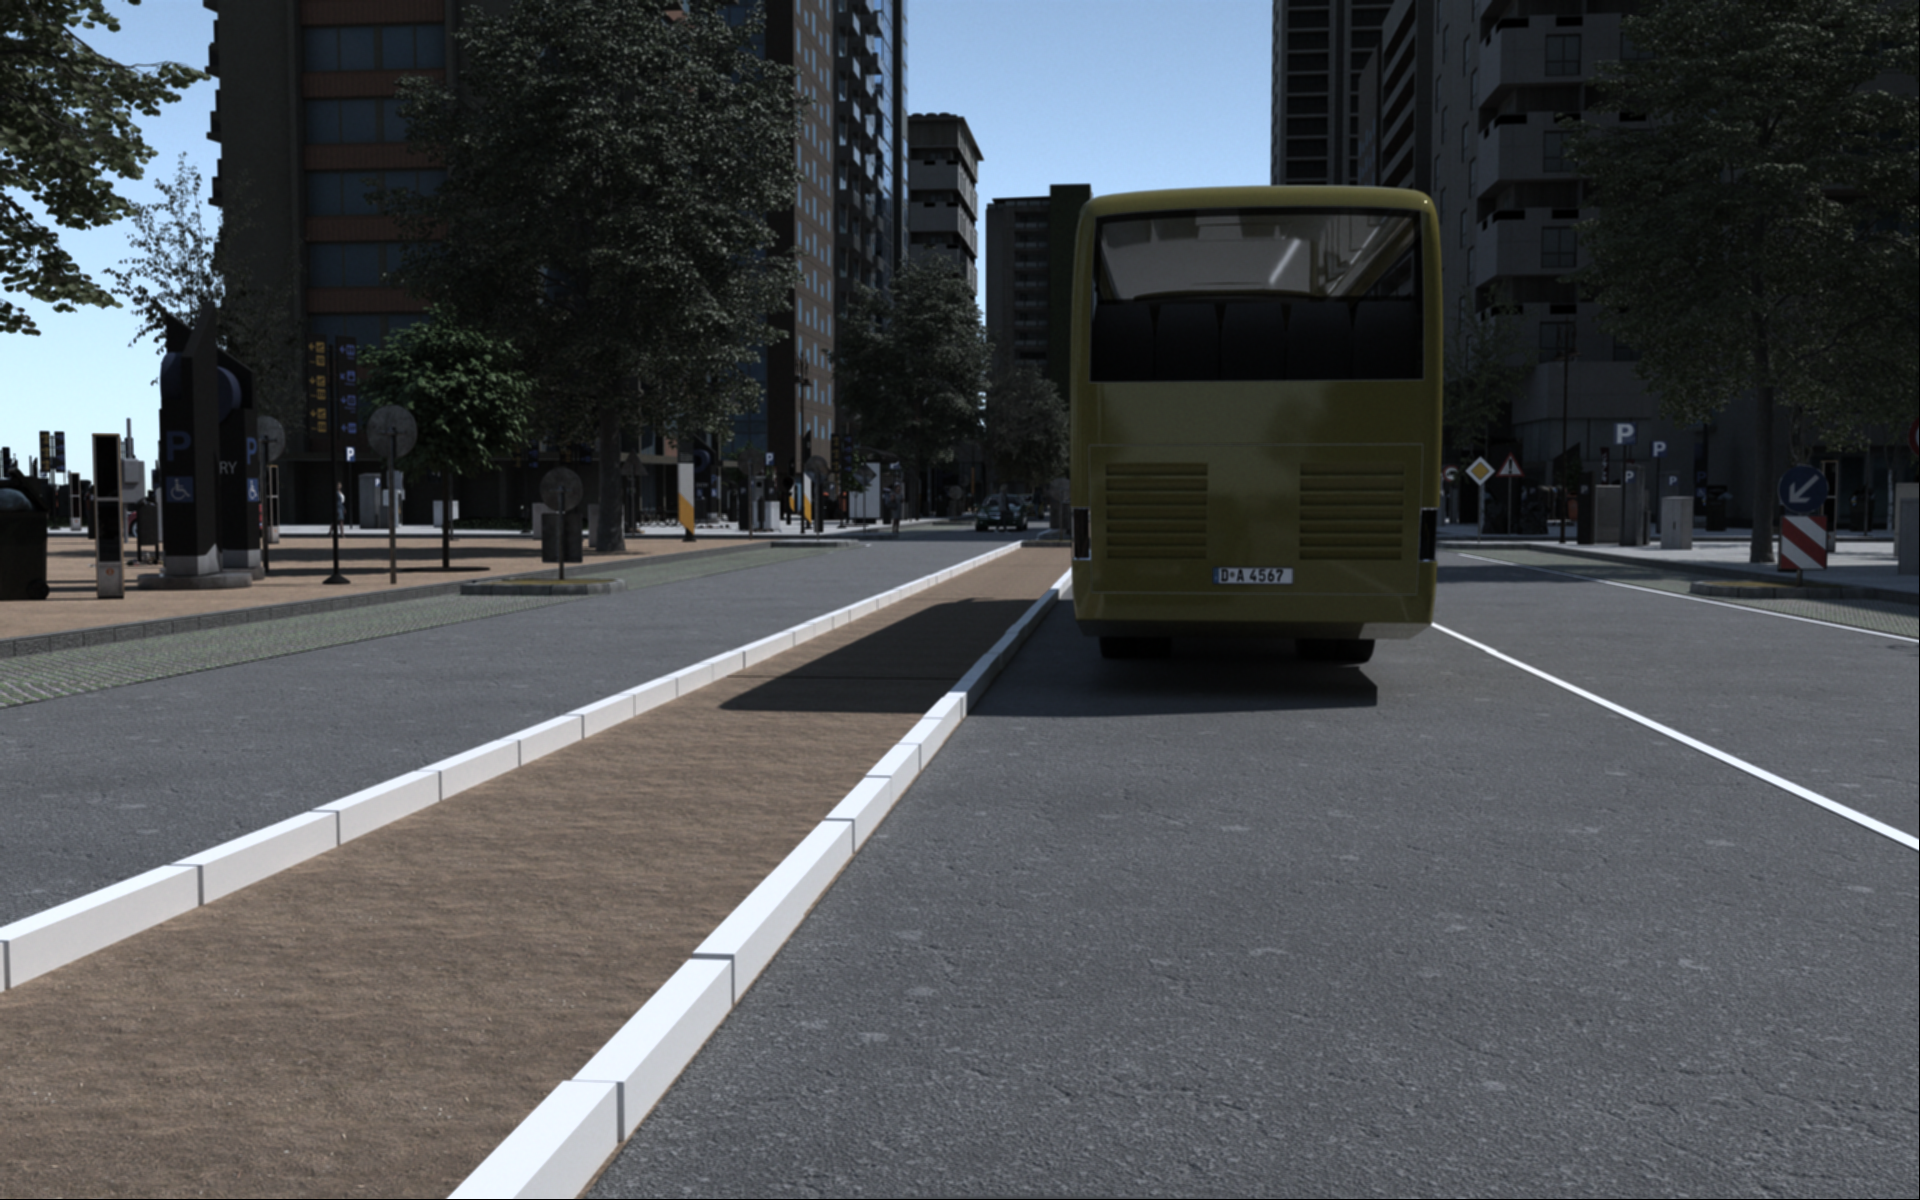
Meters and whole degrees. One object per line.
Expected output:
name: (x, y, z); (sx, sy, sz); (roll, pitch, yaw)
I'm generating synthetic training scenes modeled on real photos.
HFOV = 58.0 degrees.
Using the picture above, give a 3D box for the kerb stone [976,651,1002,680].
kerb stone: (0.210, 0.537, 13.487); (0.120, 0.150, 1.000); (0, 4, 6)

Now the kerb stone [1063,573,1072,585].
kerb stone: (1.621, -0.279, 26.757); (0.120, 0.150, 1.000); (0, 4, 6)

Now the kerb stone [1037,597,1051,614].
kerb stone: (0.970, 0.096, 20.621); (0.120, 0.150, 1.000); (0, 4, 6)

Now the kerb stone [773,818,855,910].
kerb stone: (-0.537, 0.979, 6.355); (0.120, 0.150, 1.000); (0, 4, 6)

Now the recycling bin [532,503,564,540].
recycling bin: (-11.562, -2.210, 48.685); (0.722, 1.027, 0.722); (0, 4, 4)

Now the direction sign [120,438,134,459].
direction sign: (-33.619, -4.749, 69.646); (0.876, 3.537, 0.379); (0, 4, 7)

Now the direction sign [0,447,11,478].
direction sign: (-46.132, -5.588, 83.356); (0.379, 3.537, 0.876); (2, 4, 34)

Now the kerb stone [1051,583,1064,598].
kerb stone: (1.302, -0.091, 23.689); (0.120, 0.150, 1.000); (0, 4, 6)

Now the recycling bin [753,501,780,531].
recycling bin: (-6.766, -2.937, 60.569); (0.722, 1.027, 0.722); (1, 4, 22)

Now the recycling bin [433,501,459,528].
recycling bin: (-19.656, -3.283, 66.231); (0.722, 1.027, 0.722); (1, 4, 9)

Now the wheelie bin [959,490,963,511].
wheelie bin: (-0.471, -5.678, 100.750); (0.980, 1.594, 0.693); (0, 4, -3)

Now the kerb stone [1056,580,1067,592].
kerb stone: (1.402, -0.153, 24.719); (0.120, 0.150, 1.000); (0, 4, 6)

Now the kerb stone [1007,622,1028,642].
kerb stone: (0.530, 0.345, 16.549); (0.120, 0.150, 1.000); (0, 4, 6)

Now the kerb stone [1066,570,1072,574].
kerb stone: (1.728, -0.342, 27.780); (0.120, 0.150, 1.000); (0, 4, 6)

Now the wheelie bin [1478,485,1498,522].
wheelie bin: (18.472, -3.224, 60.619); (0.693, 1.594, 0.980); (1, 4, 12)

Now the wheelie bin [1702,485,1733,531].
wheelie bin: (26.082, -3.165, 59.663); (0.980, 1.594, 0.693); (2, 4, 26)

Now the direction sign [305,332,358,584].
direction sign: (-8.933, -2.001, 24.708); (0.379, 3.537, 0.876); (2, 4, 29)

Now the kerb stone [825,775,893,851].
kerb stone: (-0.426, 0.911, 7.370); (0.120, 0.150, 1.000); (0, 4, 6)

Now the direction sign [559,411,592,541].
direction sign: (-10.470, -3.378, 47.235); (0.876, 3.537, 0.379); (0, 4, -1)

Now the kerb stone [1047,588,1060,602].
kerb stone: (1.191, -0.026, 22.668); (0.120, 0.150, 1.000); (0, 4, 6)

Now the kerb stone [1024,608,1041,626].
kerb stone: (0.755, 0.221, 18.588); (0.120, 0.150, 1.000); (0, 4, 6)

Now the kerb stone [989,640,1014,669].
kerb stone: (0.330, 0.471, 14.502); (0.120, 0.150, 1.000); (0, 4, 6)

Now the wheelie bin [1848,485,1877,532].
wheelie bin: (30.796, -3.129, 59.071); (0.980, 1.594, 0.693); (-3, 4, -39)

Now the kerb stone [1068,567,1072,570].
kerb stone: (1.843, -0.404, 28.796); (0.120, 0.150, 1.000); (0, 4, 6)

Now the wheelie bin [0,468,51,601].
wheelie bin: (-11.445, -0.801, 21.013); (0.693, 1.594, 0.980); (-2, 4, -35)

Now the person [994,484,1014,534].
person: (1.565, -3.249, 61.804); (0.728, 1.800, 0.709); (2, 4, 28)

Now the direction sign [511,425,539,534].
direction sign: (-14.146, -3.935, 56.338); (0.876, 3.537, 0.379); (0, 4, -2)

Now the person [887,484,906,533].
person: (-2.329, -3.314, 63.045); (0.716, 1.782, 0.532); (-2, 4, -30)

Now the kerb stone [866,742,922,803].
kerb stone: (-0.321, 0.845, 8.388); (0.120, 0.150, 1.000); (0, 4, 6)

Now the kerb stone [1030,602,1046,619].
kerb stone: (0.858, 0.158, 19.605); (0.120, 0.150, 1.000); (0, 4, 6)

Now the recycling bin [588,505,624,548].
recycling bin: (-8.496, -1.776, 41.598); (0.722, 1.027, 0.722); (0, 4, 1)

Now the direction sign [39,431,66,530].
direction sign: (-32.714, -4.312, 62.499); (0.379, 3.537, 0.876); (2, 4, 35)

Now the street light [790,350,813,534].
street light: (-5.088, -5.081, 55.863); (0.468, 5.910, 1.993); (0, 4, 6)

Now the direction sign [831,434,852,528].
direction sign: (-4.455, -4.470, 65.088); (0.876, 3.537, 0.379); (-2, 4, -32)

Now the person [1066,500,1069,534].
person: (3.942, -3.182, 60.436); (0.656, 1.842, 0.836); (-2, 4, -27)

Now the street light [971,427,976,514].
street light: (0.849, -8.495, 111.676); (0.468, 5.910, 1.993); (0, 4, 6)

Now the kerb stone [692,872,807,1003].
kerb stone: (-0.637, 1.032, 5.337); (0.120, 0.150, 1.000); (0, 4, 6)

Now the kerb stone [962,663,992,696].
kerb stone: (0.111, 0.597, 12.470); (0.120, 0.150, 1.000); (0, 4, 6)

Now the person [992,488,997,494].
person: (1.904, -5.246, 94.945); (0.731, 1.740, 0.598); (3, 4, 37)

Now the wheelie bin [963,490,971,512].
wheelie bin: (0.319, -7.007, 122.479); (0.980, 1.594, 0.693); (-1, 4, -11)

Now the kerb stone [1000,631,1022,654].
kerb stone: (0.435, 0.412, 15.525); (0.120, 0.150, 1.000); (0, 4, 6)

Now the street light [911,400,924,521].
street light: (-2.079, -6.788, 83.765); (0.468, 5.910, 1.993); (0, 4, 6)

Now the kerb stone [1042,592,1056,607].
kerb stone: (1.080, 0.035, 21.648); (0.120, 0.150, 1.000); (0, 4, 6)

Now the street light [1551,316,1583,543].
street light: (15.720, -4.417, 45.012); (0.468, 5.910, 1.993); (0, 4, 6)

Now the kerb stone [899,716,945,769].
kerb stone: (-0.209, 0.782, 9.404); (0.120, 0.150, 1.000); (0, 4, 6)

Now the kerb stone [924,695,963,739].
kerb stone: (-0.107, 0.719, 10.433); (0.120, 0.150, 1.000); (0, 4, 6)

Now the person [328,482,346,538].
person: (-19.893, -2.864, 55.351); (0.654, 1.822, 0.581); (2, 4, 25)

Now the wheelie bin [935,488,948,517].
wheelie bin: (-1.029, -5.416, 96.458); (0.693, 1.594, 0.980); (-1, 4, -11)

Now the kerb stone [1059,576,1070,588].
kerb stone: (1.512, -0.217, 25.741); (0.120, 0.150, 1.000); (0, 4, 6)

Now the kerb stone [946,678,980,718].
kerb stone: (0.007, 0.659, 11.453); (0.120, 0.150, 1.000); (0, 4, 6)

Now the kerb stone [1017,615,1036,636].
kerb stone: (0.649, 0.283, 17.564); (0.120, 0.150, 1.000); (0, 4, 6)
